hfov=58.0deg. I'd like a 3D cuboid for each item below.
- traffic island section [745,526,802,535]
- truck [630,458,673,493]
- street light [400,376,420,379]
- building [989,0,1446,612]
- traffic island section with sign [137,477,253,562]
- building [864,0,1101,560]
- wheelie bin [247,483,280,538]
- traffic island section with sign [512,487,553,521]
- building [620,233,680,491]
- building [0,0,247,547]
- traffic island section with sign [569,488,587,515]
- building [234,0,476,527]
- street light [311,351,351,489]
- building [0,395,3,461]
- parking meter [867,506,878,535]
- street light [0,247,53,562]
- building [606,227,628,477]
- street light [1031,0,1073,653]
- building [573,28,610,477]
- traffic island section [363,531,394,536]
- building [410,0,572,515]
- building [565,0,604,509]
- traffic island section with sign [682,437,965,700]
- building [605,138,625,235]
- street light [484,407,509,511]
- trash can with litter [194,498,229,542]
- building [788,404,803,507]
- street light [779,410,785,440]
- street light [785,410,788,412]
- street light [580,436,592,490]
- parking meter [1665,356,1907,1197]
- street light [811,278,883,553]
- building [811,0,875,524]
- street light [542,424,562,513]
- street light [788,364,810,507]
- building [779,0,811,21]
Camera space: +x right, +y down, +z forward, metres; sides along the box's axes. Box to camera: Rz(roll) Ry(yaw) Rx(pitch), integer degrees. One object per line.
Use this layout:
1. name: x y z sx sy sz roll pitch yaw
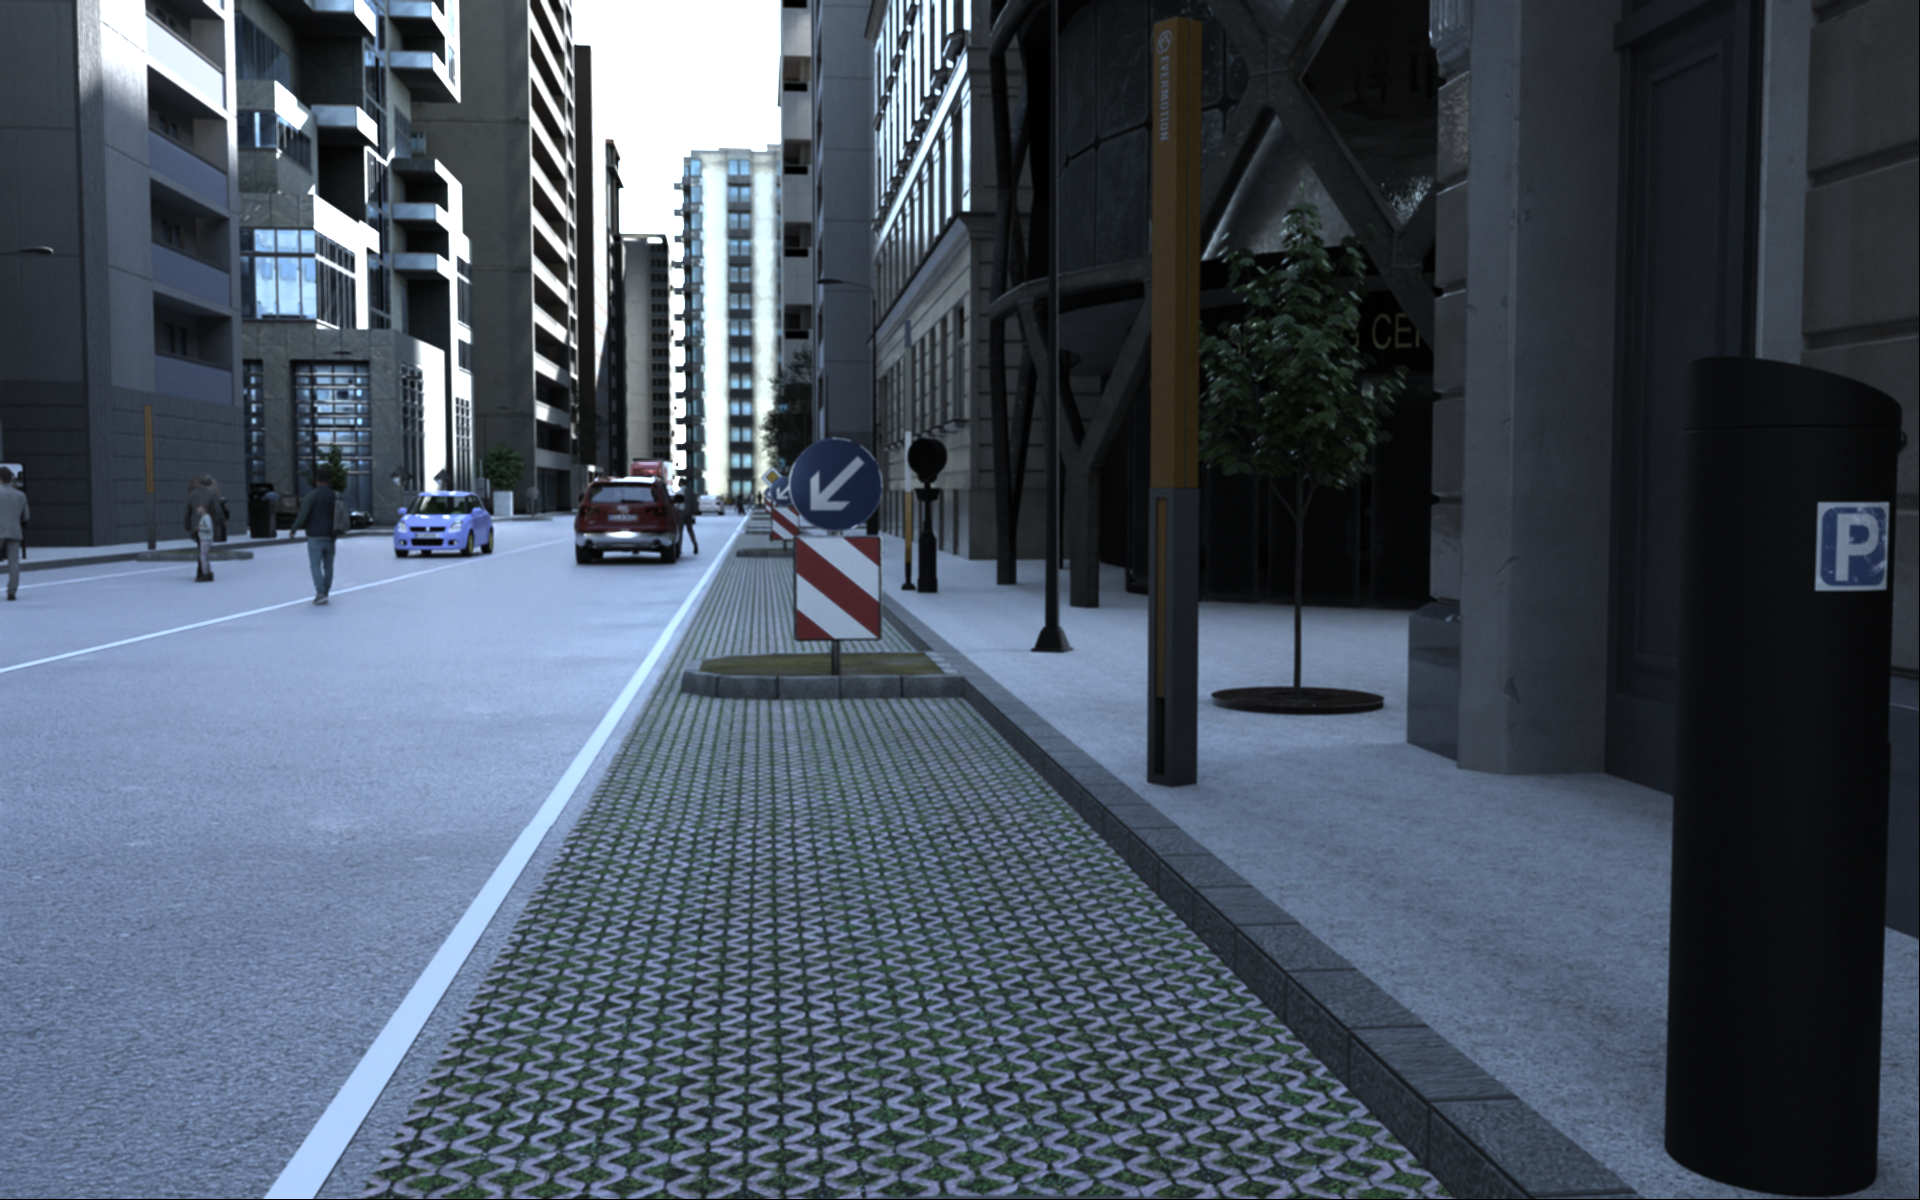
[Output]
1. traffic island section: -6.685 -2.433 62.060 2.009 0.180 2.903 0 4 -7
2. truck: -24.600 -9.124 138.088 2.839 4.237 11.283 0 4 -5
3. street light: -21.900 -5.847 68.144 1.470 5.913 1.316 0 4 -7
4. building: 8.686 -9.574 23.992 16.820 18.784 16.811 0 4 -7
5. traffic island section with sign: -16.604 -1.784 37.792 1.989 1.847 2.006 0 4 -7
6. building: 5.772 -13.131 47.982 16.112 22.955 30.059 0 4 -7
7. wheelie bin: -20.249 -2.593 50.308 0.980 1.594 0.693 0 4 -4
8. traffic island section with sign: -22.933 -5.161 93.012 1.989 1.847 2.006 0 4 -7
9. building: -51.679 -33.544 240.332 23.993 40.220 32.217 0 4 -7
10. building: -36.000 -30.891 47.075 28.212 58.520 21.231 0 4 -7
11. traffic island section with sign: -26.056 -6.831 120.315 1.989 1.847 2.006 0 4 -7
12. building: -34.887 -46.901 79.508 22.319 86.520 31.000 0 4 -7
13. street light: -20.421 -5.117 56.212 1.470 5.913 1.316 0 4 -7
14. building: -26.997 -15.751 29.233 14.160 30.474 14.107 0 4 -7
15. parking meter: -2.375 -2.522 46.938 0.255 1.863 0.399 1 4 9
16. street light: -17.773 -3.679 32.686 1.470 5.913 1.316 0 4 -7
17. building: -43.214 -25.266 184.795 14.160 30.474 14.107 0 4 -7
18. street light: 0.217 -2.533 13.954 1.470 5.913 1.316 0 4 -7
19. building: -42.218 -31.781 169.730 14.600 45.320 14.200 0 4 -7
20. traffic island section: -19.543 -2.344 60.598 2.009 0.180 2.903 0 4 -7
21. building: -38.009 -30.035 114.770 21.300 48.544 21.600 0 4 -7
22. building: -42.352 -43.620 151.439 20.563 71.187 20.611 0 4 -7
23. traffic island section with sign: -1.062 -0.264 12.946 1.989 1.847 2.006 0 4 -7
24. building: -53.067 -33.675 205.202 28.867 44.769 22.147 0 4 -7
25. street light: -24.646 -7.305 91.985 1.470 5.913 1.316 0 4 -7
26. trash can with litter: -20.082 -2.135 46.290 1.055 1.170 0.624 1 4 16
27. building: -5.873 -33.254 167.402 21.300 48.544 21.600 0 4 -7
28. street light: -9.131 -7.549 95.962 1.470 5.913 1.316 0 4 -7
29. street light: -6.460 -6.110 72.439 1.470 5.913 1.316 0 4 -7
30. street light: -30.007 -10.202 139.345 1.470 5.913 1.316 0 4 -7
31. parking meter: 1.560 0.313 3.296 0.372 1.533 0.369 0 3 0
32. street light: -2.388 -3.972 37.485 1.470 5.913 1.316 0 4 -7
33. building: 7.555 -32.848 79.064 28.212 58.520 21.231 0 4 -7
34. street light: -27.232 -8.745 115.518 1.470 5.913 1.316 0 4 -7
35. street light: -5.301 -5.475 62.056 1.470 5.913 1.316 0 4 -7
36. building: 0.496 -32.846 126.273 28.713 52.752 27.495 0 4 -7
